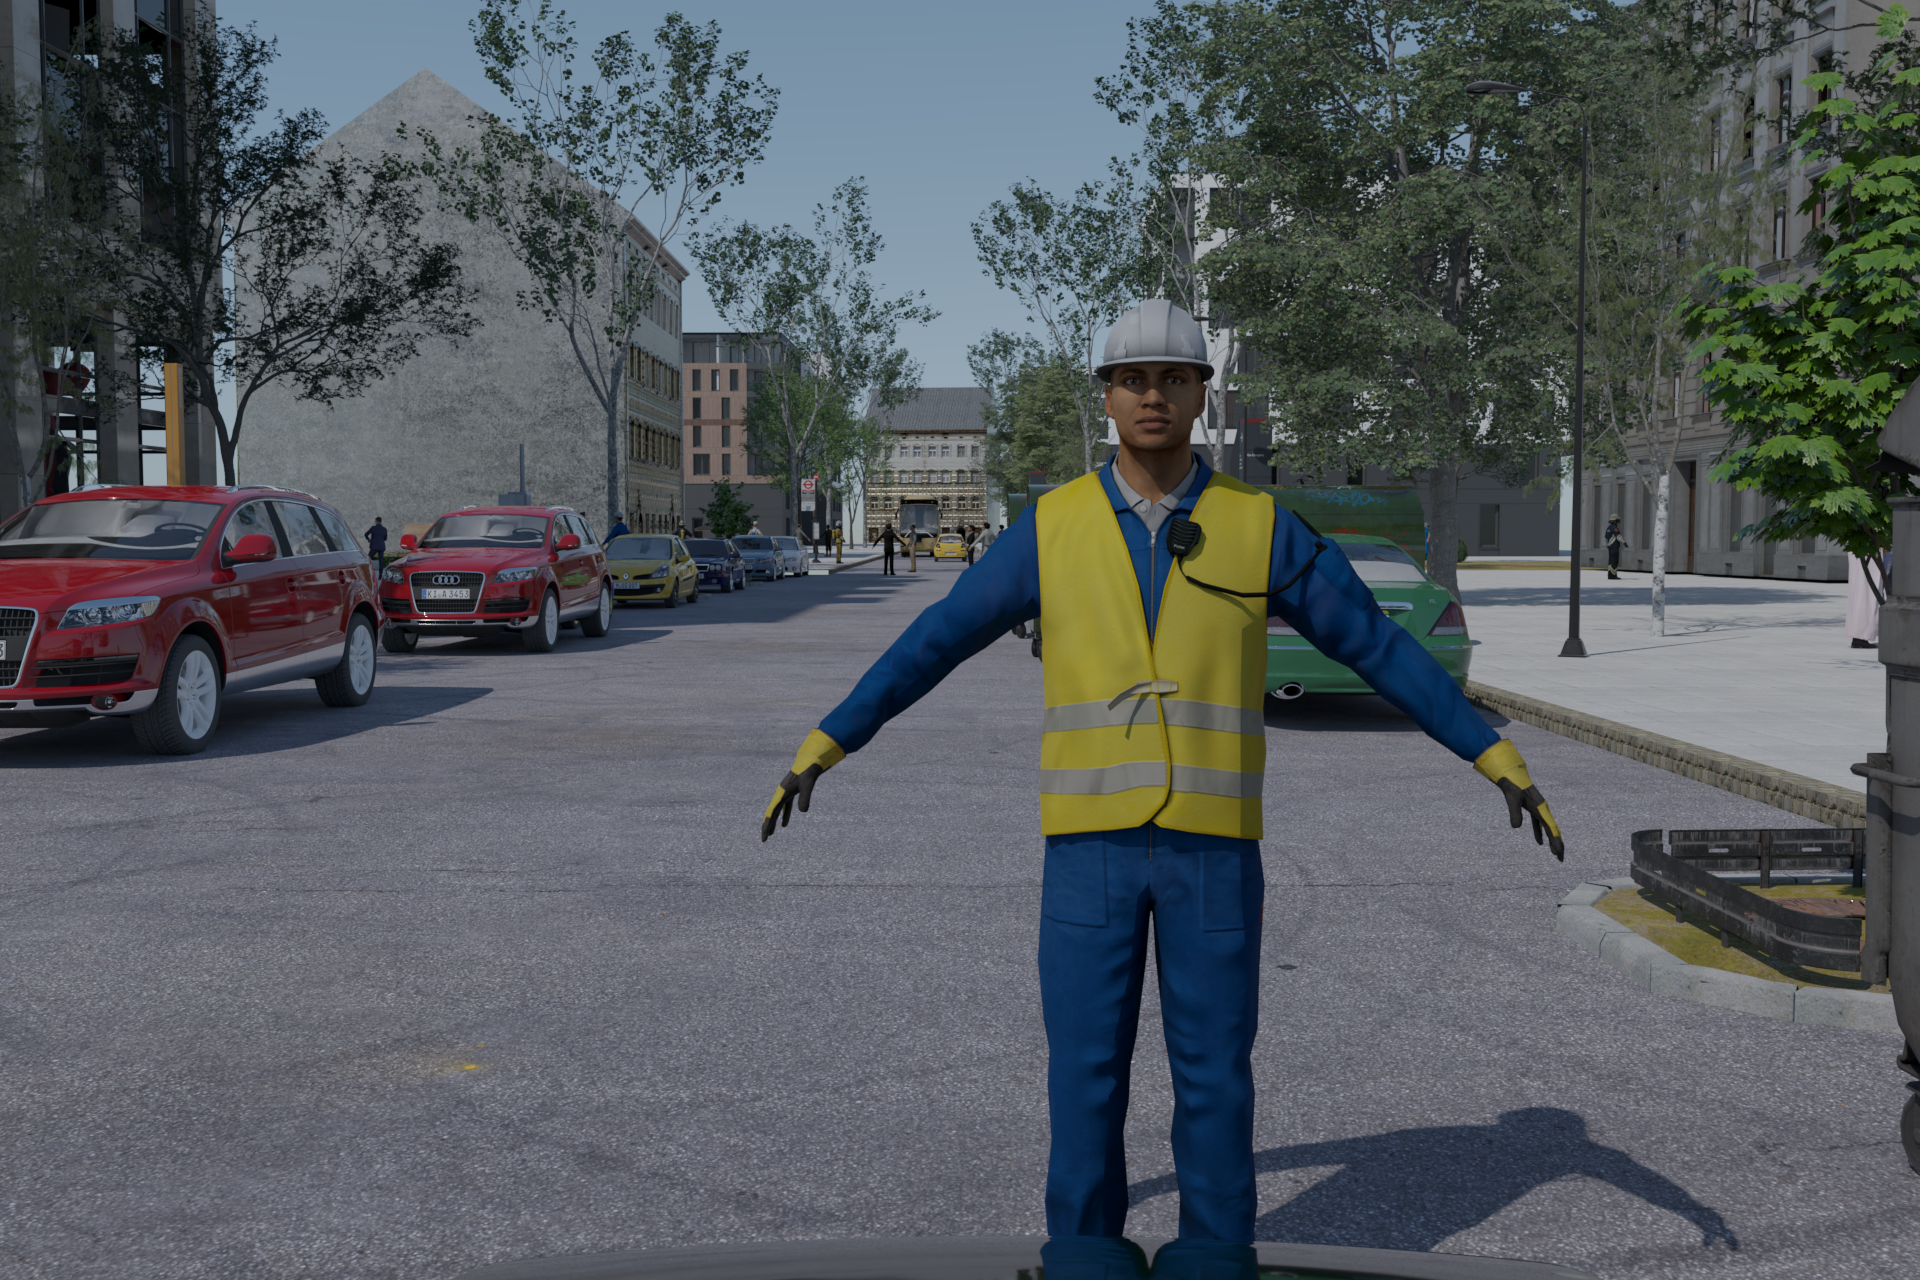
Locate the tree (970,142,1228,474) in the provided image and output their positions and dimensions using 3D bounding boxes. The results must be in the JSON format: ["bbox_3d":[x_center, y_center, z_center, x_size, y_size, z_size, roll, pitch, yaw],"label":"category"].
[{"bbox_3d":[7.584,-13.882,82.852,12.611,20.169,13.585,0,3,0],"label":"tree"}]

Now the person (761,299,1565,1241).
[{"bbox_3d":[0.333,0.331,3.011,1.349,1.833,0.705,0,4,8],"label":"person"}]

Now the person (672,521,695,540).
[{"bbox_3d":[-12.048,-4.236,75.044,1.354,1.856,0.705,-1,4,-15],"label":"person"}]

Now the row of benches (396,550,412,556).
[{"bbox_3d":[-20.078,-3.232,68.308,4.104,0.672,1.422,-1,4,-15],"label":"row of benches"}]

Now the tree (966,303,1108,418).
[{"bbox_3d":[7.150,-17.447,141.154,12.611,20.169,13.585,0,3,0],"label":"tree"}]

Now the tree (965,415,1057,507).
[{"bbox_3d":[5.626,-15.490,163.637,12.009,13.543,11.850,0,3,0],"label":"tree"}]

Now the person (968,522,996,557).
[{"bbox_3d":[0.836,-2.867,55.518,1.347,1.806,0.705,-3,5,-41],"label":"person"}]

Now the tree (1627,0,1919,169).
[{"bbox_3d":[8.846,-4.714,11.489,8.767,10.594,7.601,2,4,25],"label":"tree"}]

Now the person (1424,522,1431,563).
[{"bbox_3d":[21.019,-4.405,78.145,0.704,1.817,1.347,0,4,2],"label":"person"}]

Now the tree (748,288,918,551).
[{"bbox_3d":[-9.473,-16.760,129.913,12.611,20.169,13.585,0,3,0],"label":"tree"}]

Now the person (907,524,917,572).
[{"bbox_3d":[-1.792,-3.432,64.834,0.705,1.796,1.348,-1,4,-11],"label":"person"}]

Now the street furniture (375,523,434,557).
[{"bbox_3d":[-22.514,-4.193,75.403,11.010,1.723,9.812,-3,4,-37],"label":"street furniture"}]

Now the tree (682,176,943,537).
[{"bbox_3d":[-7.787,-14.409,91.476,12.611,20.169,13.585,0,3,0],"label":"tree"}]

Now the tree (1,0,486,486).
[{"bbox_3d":[-12.496,-5.837,29.853,8.767,10.594,7.601,-1,4,-16],"label":"tree"}]

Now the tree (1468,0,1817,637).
[{"bbox_3d":[8.729,-4.332,21.188,4.360,8.622,3.978,0,3,0],"label":"tree"}]

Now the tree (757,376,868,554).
[{"bbox_3d":[-9.657,-11.515,114.019,9.928,11.665,9.643,0,3,0],"label":"tree"}]

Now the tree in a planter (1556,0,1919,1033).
[{"bbox_3d":[3.154,-0.525,5.801,1.991,3.239,1.994,0,3,0],"label":"tree in a planter"}]

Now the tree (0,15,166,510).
[{"bbox_3d":[-12.427,-4.456,23.217,4.360,8.622,3.978,0,3,0],"label":"tree"}]

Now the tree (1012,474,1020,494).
[{"bbox_3d":[5.436,-12.558,155.681,4.360,8.622,3.978,0,3,0],"label":"tree"}]

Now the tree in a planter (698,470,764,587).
[{"bbox_3d":[-6.498,-3.111,48.088,1.991,3.239,1.994,0,4,0],"label":"tree in a planter"}]

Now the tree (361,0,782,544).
[{"bbox_3d":[-13.343,-12.434,59.185,12.611,20.169,13.585,0,3,0],"label":"tree"}]

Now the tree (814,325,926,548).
[{"bbox_3d":[-10.221,-18.523,158.746,12.611,20.169,13.585,0,3,0],"label":"tree"}]

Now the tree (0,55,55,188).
[{"bbox_3d":[-12.247,-4.903,14.575,7.601,10.594,8.767,3,5,39],"label":"tree"}]

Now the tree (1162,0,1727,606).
[{"bbox_3d":[8.568,-7.590,30.748,9.857,13.997,8.962,0,3,0],"label":"tree"}]

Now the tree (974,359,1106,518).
[{"bbox_3d":[5.986,-13.268,123.586,9.857,13.997,8.962,0,3,0],"label":"tree"}]

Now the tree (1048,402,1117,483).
[{"bbox_3d":[6.260,-8.942,96.556,4.360,8.622,3.978,0,3,0],"label":"tree"}]

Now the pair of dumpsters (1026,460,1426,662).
[{"bbox_3d":[2.931,-0.903,19.718,4.436,2.255,1.574,0,4,-1],"label":"pair of dumpsters"}]

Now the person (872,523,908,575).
[{"bbox_3d":[-2.449,-3.142,60.009,1.347,1.806,0.705,1,4,20],"label":"person"}]

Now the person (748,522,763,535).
[{"bbox_3d":[-8.934,-4.285,75.911,1.347,1.847,0.705,3,4,36],"label":"person"}]

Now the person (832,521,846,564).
[{"bbox_3d":[-5.189,-4.216,74.707,0.705,1.858,1.354,-1,4,-17],"label":"person"}]

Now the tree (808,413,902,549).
[{"bbox_3d":[-8.973,-13.408,144.982,9.928,11.665,9.643,0,3,0],"label":"tree"}]

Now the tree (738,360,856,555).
[{"bbox_3d":[-9.822,-10.939,104.613,9.928,11.665,9.643,0,3,0],"label":"tree"}]

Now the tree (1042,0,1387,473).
[{"bbox_3d":[9.050,-12.513,60.479,12.611,20.169,13.585,0,3,0],"label":"tree"}]

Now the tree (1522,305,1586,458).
[{"bbox_3d":[25.656,-8.697,67.953,9.928,11.665,9.643,0,3,0],"label":"tree"}]

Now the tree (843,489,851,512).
[{"bbox_3d":[-21.313,-21.309,258.778,12.009,13.543,11.850,0,3,0],"label":"tree"}]

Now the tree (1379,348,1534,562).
[{"bbox_3d":[22.234,-8.793,78.184,7.601,10.594,8.767,1,4,21],"label":"tree"}]

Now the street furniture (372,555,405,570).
[{"bbox_3d":[-19.531,-2.924,63.434,10.072,0.657,5.734,-1,4,-8],"label":"street furniture"}]

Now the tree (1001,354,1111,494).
[{"bbox_3d":[6.202,-11.719,109.730,7.486,12.596,7.792,0,3,0],"label":"tree"}]

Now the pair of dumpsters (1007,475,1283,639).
[{"bbox_3d":[2.834,-1.178,24.215,4.436,2.255,1.574,0,4,-1],"label":"pair of dumpsters"}]

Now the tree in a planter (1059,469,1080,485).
[{"bbox_3d":[3.194,-3.050,47.088,1.991,3.239,1.994,0,4,-1],"label":"tree in a planter"}]
